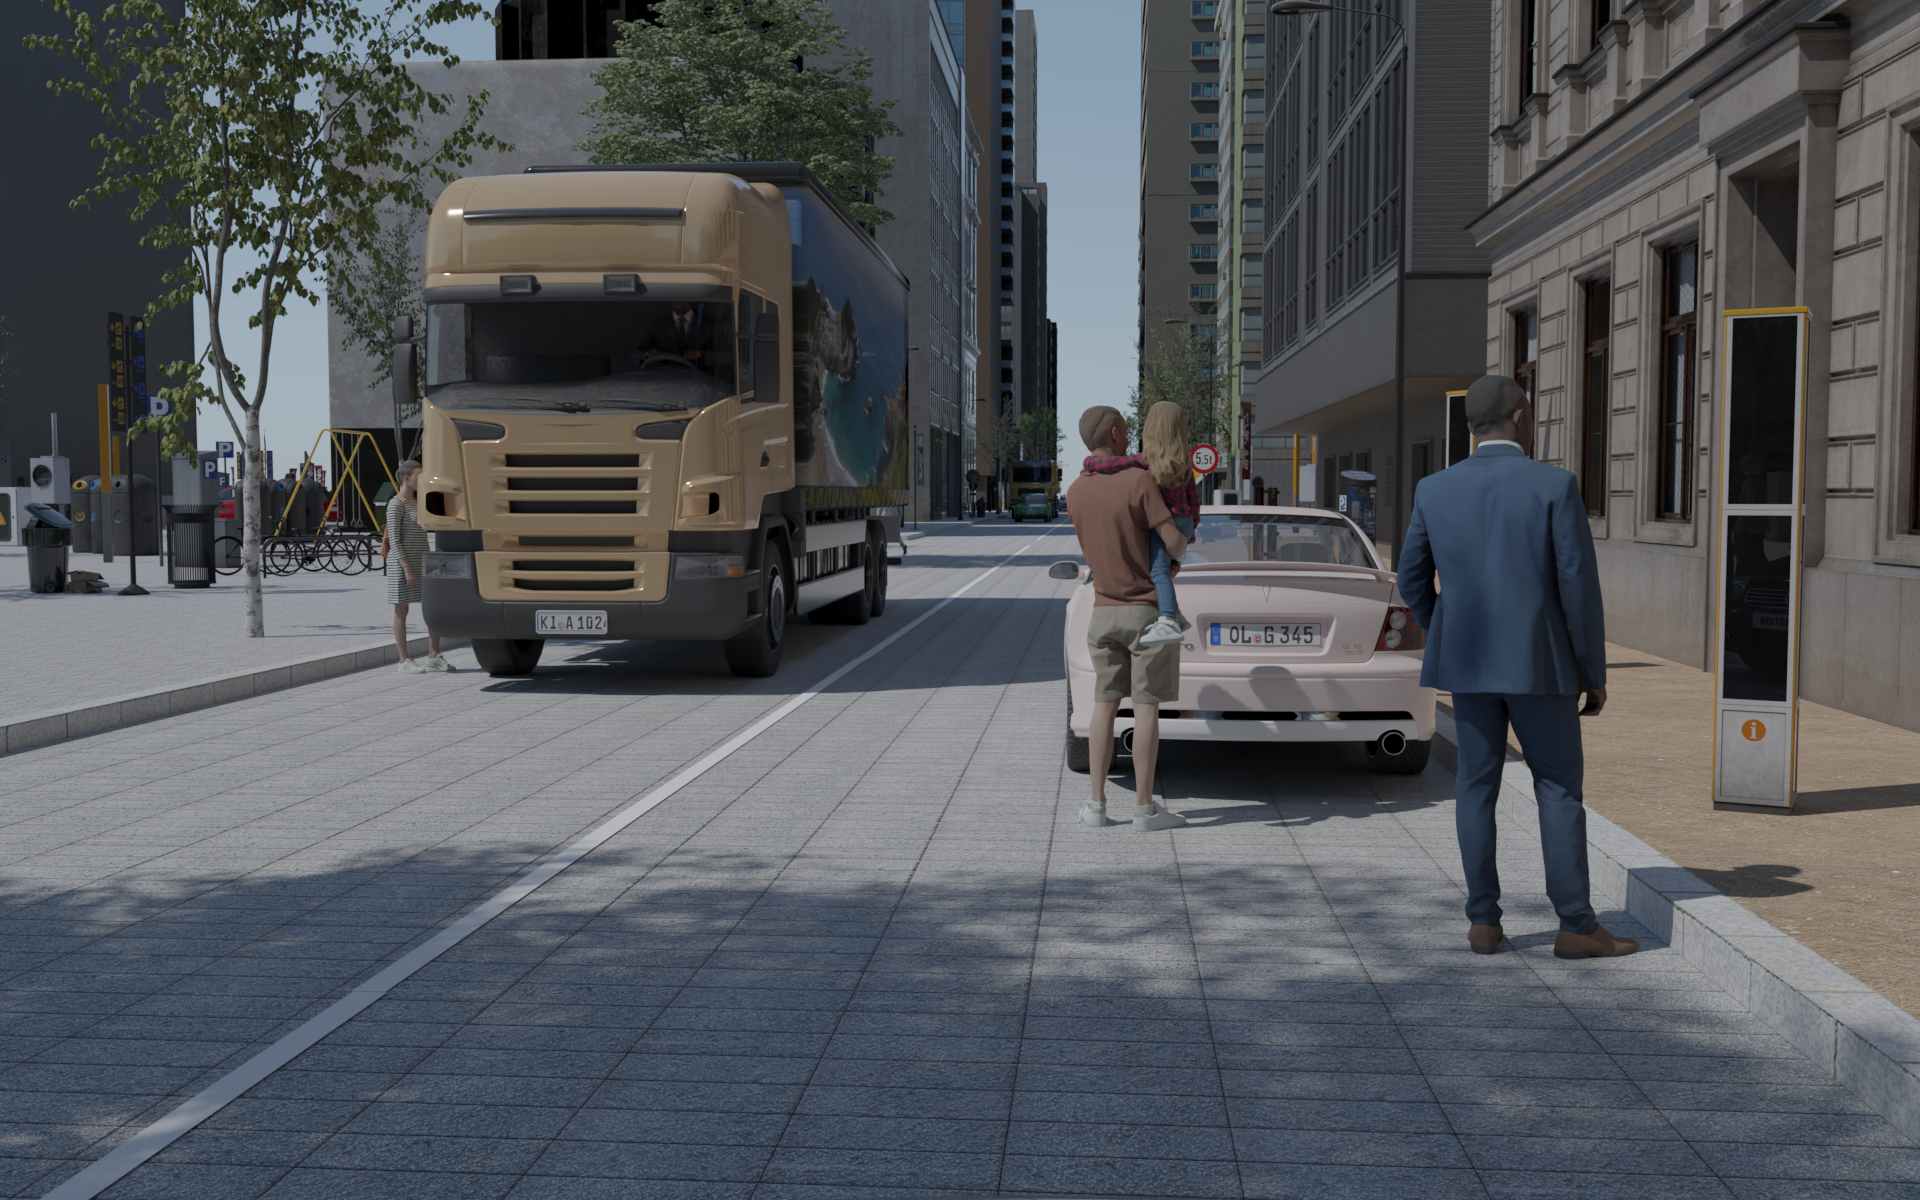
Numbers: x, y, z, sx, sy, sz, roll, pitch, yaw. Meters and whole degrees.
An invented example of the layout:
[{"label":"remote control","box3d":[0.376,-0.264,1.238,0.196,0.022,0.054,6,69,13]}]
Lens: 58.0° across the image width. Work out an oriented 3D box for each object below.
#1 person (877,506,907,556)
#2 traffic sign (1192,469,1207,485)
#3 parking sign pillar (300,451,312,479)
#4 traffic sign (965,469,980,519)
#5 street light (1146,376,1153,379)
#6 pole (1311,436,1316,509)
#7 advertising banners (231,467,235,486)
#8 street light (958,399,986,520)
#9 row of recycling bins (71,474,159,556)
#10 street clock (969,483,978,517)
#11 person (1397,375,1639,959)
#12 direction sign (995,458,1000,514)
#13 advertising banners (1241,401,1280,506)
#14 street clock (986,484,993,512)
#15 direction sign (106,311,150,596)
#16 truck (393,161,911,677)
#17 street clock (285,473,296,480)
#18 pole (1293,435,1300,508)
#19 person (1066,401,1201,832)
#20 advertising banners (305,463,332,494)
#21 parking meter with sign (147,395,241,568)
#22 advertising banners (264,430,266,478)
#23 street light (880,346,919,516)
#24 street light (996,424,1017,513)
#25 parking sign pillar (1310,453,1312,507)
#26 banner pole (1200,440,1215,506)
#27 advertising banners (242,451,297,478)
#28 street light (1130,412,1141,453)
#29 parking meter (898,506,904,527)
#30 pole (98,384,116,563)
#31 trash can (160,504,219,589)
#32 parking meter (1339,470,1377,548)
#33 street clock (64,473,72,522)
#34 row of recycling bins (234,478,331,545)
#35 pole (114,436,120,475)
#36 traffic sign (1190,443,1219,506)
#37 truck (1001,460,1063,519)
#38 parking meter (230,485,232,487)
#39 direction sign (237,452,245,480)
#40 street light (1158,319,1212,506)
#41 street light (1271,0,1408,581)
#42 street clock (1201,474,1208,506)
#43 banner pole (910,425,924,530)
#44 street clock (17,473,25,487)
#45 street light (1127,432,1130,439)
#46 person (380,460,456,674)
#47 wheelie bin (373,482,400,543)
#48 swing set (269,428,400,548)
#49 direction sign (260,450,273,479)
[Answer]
[{"label":"person","box3d":[-1.557,-1.914,39.675,0.818,1.842,0.514,3,5,42]},{"label":"traffic sign","box3d":[6.254,-2.599,46.131,0.795,2.450,0.064,0,4,5]},{"label":"parking sign pillar","box3d":[-40.606,-7.289,107.649,1.447,3.967,1.447,-3,4,-36]},{"label":"traffic sign","box3d":[0.644,-5.424,88.794,0.768,2.556,0.104,1,4,14]},{"label":"street light","box3d":[8.029,-5.865,68.435,1.470,5.913,1.316,0,4,5]},{"label":"pole","box3d":[12.530,-4.123,61.255,0.158,3.312,0.155,0,3,0]},{"label":"advertising banners","box3d":[-46.301,-7.026,111.061,0.090,3.025,2.074,0,4,0]},{"label":"street light","box3d":[0.567,-6.843,84.423,1.470,5.913,1.316,0,4,5]},{"label":"row of recycling bins","box3d":[-18.061,-1.832,37.058,1.069,1.692,3.534,-3,5,-43]},{"label":"street clock","box3d":[0.744,-5.607,96.237,0.471,2.002,0.358,-1,4,-15]},{"label":"person","box3d":[1.730,0.201,5.404,0.721,1.800,0.419,2,4,29]},{"label":"direction sign","box3d":[2.380,-7.165,109.137,0.379,3.537,0.876,1,4,17]},{"label":"advertising banners","box3d":[5.806,-2.287,33.574,0.090,3.025,2.074,2,4,31]},{"label":"street clock","box3d":[2.122,-7.250,123.113,0.471,2.002,0.358,0,4,6]},{"label":"direction sign","box3d":[-10.522,-1.832,21.949,0.379,3.537,0.876,0,4,2]},{"label":"truck","box3d":[-2.325,-1.719,17.012,2.839,4.237,11.283,0,4,5]},{"label":"street clock","box3d":[-23.316,-3.411,60.333,0.358,2.002,0.471,0,4,-3]},{"label":"pole","box3d":[11.019,-3.846,56.728,0.158,3.312,0.155,0,3,0]},{"label":"person","box3d":[0.767,0.061,7.470,0.580,1.828,0.573,0,4,-7]},{"label":"advertising banners","box3d":[-35.644,-6.174,97.129,2.074,3.025,0.090,-2,4,-35]},{"label":"parking meter with sign","box3d":[-13.376,-2.081,30.289,1.738,3.016,0.543,1,4,22]},{"label":"advertising banners","box3d":[-19.129,-3.154,47.757,0.090,3.025,2.074,-1,4,-20]},{"label":"street light","box3d":[-1.972,-5.023,54.668,1.470,5.913,1.316,0,4,5]},{"label":"street light","box3d":[3.030,-8.658,114.094,1.470,5.913,1.316,0,4,5]},{"label":"parking sign pillar","box3d":[16.625,-5.529,78.878,1.447,3.967,1.447,3,4,38]},{"label":"banner pole","box3d":[11.473,-5.507,80.061,0.863,3.779,0.401,0,4,7]},{"label":"advertising banners","box3d":[-26.558,-4.317,66.776,2.074,3.025,0.090,-1,4,-11]},{"label":"street light","box3d":[10.547,-7.707,98.543,1.470,5.913,1.316,0,4,5]},{"label":"parking meter","box3d":[-2.335,-3.561,66.640,0.372,1.533,0.369,0,3,0]},{"label":"pole","box3d":[-15.941,-2.354,32.329,0.158,3.312,0.155,0,3,0]},{"label":"trash can","box3d":[-10.483,-0.732,23.615,0.748,1.137,0.748,0,3,0]},{"label":"parking meter","box3d":[4.087,-0.575,17.811,0.372,1.533,0.369,0,3,0]},{"label":"street clock","box3d":[-30.212,-3.306,58.620,0.358,2.002,0.471,-3,5,-43]},{"label":"row of recycling bins","box3d":[-17.654,-2.310,44.878,1.069,1.692,3.534,0,4,8]},{"label":"pole","box3d":[-29.698,-4.107,60.998,0.158,3.312,0.155,0,3,0]},{"label":"traffic sign","box3d":[6.154,-2.667,43.707,0.768,2.556,0.104,1,4,14]},{"label":"truck","box3d":[4.400,-6.458,101.514,3.469,3.379,9.791,0,4,5]},{"label":"parking meter","box3d":[-48.442,-6.672,114.798,0.399,1.863,0.255,1,4,22]},{"label":"direction sign","box3d":[-38.273,-6.131,92.244,0.876,3.537,0.379,3,5,42]},{"label":"street light","box3d":[6.114,-4.499,46.093,1.470,5.913,1.316,0,4,5]},{"label":"street light","box3d":[3.627,-2.684,16.424,1.470,5.913,1.316,0,4,5]},{"label":"street clock","box3d":[8.197,-3.247,57.655,0.358,2.002,0.471,0,4,-3]},{"label":"banner pole","box3d":[-1.505,-4.451,62.787,0.401,3.779,0.863,2,4,28]},{"label":"street clock","box3d":[-32.237,-3.359,59.490,0.358,2.002,0.471,-2,4,-28]},{"label":"street light","box3d":[13.070,-9.566,128.947,1.470,5.913,1.316,0,4,5]},{"label":"person","box3d":[-4.394,-0.267,13.870,0.522,1.701,0.512,1,4,13]},{"label":"wheelie bin","box3d":[-14.931,-2.295,45.429,0.980,1.594,0.693,3,4,37]},{"label":"swing set","box3d":[-15.075,-2.749,42.564,2.862,2.851,3.119,0,4,0]},{"label":"direction sign","box3d":[-36.075,-5.993,89.989,0.876,3.537,0.379,1,4,11]}]
